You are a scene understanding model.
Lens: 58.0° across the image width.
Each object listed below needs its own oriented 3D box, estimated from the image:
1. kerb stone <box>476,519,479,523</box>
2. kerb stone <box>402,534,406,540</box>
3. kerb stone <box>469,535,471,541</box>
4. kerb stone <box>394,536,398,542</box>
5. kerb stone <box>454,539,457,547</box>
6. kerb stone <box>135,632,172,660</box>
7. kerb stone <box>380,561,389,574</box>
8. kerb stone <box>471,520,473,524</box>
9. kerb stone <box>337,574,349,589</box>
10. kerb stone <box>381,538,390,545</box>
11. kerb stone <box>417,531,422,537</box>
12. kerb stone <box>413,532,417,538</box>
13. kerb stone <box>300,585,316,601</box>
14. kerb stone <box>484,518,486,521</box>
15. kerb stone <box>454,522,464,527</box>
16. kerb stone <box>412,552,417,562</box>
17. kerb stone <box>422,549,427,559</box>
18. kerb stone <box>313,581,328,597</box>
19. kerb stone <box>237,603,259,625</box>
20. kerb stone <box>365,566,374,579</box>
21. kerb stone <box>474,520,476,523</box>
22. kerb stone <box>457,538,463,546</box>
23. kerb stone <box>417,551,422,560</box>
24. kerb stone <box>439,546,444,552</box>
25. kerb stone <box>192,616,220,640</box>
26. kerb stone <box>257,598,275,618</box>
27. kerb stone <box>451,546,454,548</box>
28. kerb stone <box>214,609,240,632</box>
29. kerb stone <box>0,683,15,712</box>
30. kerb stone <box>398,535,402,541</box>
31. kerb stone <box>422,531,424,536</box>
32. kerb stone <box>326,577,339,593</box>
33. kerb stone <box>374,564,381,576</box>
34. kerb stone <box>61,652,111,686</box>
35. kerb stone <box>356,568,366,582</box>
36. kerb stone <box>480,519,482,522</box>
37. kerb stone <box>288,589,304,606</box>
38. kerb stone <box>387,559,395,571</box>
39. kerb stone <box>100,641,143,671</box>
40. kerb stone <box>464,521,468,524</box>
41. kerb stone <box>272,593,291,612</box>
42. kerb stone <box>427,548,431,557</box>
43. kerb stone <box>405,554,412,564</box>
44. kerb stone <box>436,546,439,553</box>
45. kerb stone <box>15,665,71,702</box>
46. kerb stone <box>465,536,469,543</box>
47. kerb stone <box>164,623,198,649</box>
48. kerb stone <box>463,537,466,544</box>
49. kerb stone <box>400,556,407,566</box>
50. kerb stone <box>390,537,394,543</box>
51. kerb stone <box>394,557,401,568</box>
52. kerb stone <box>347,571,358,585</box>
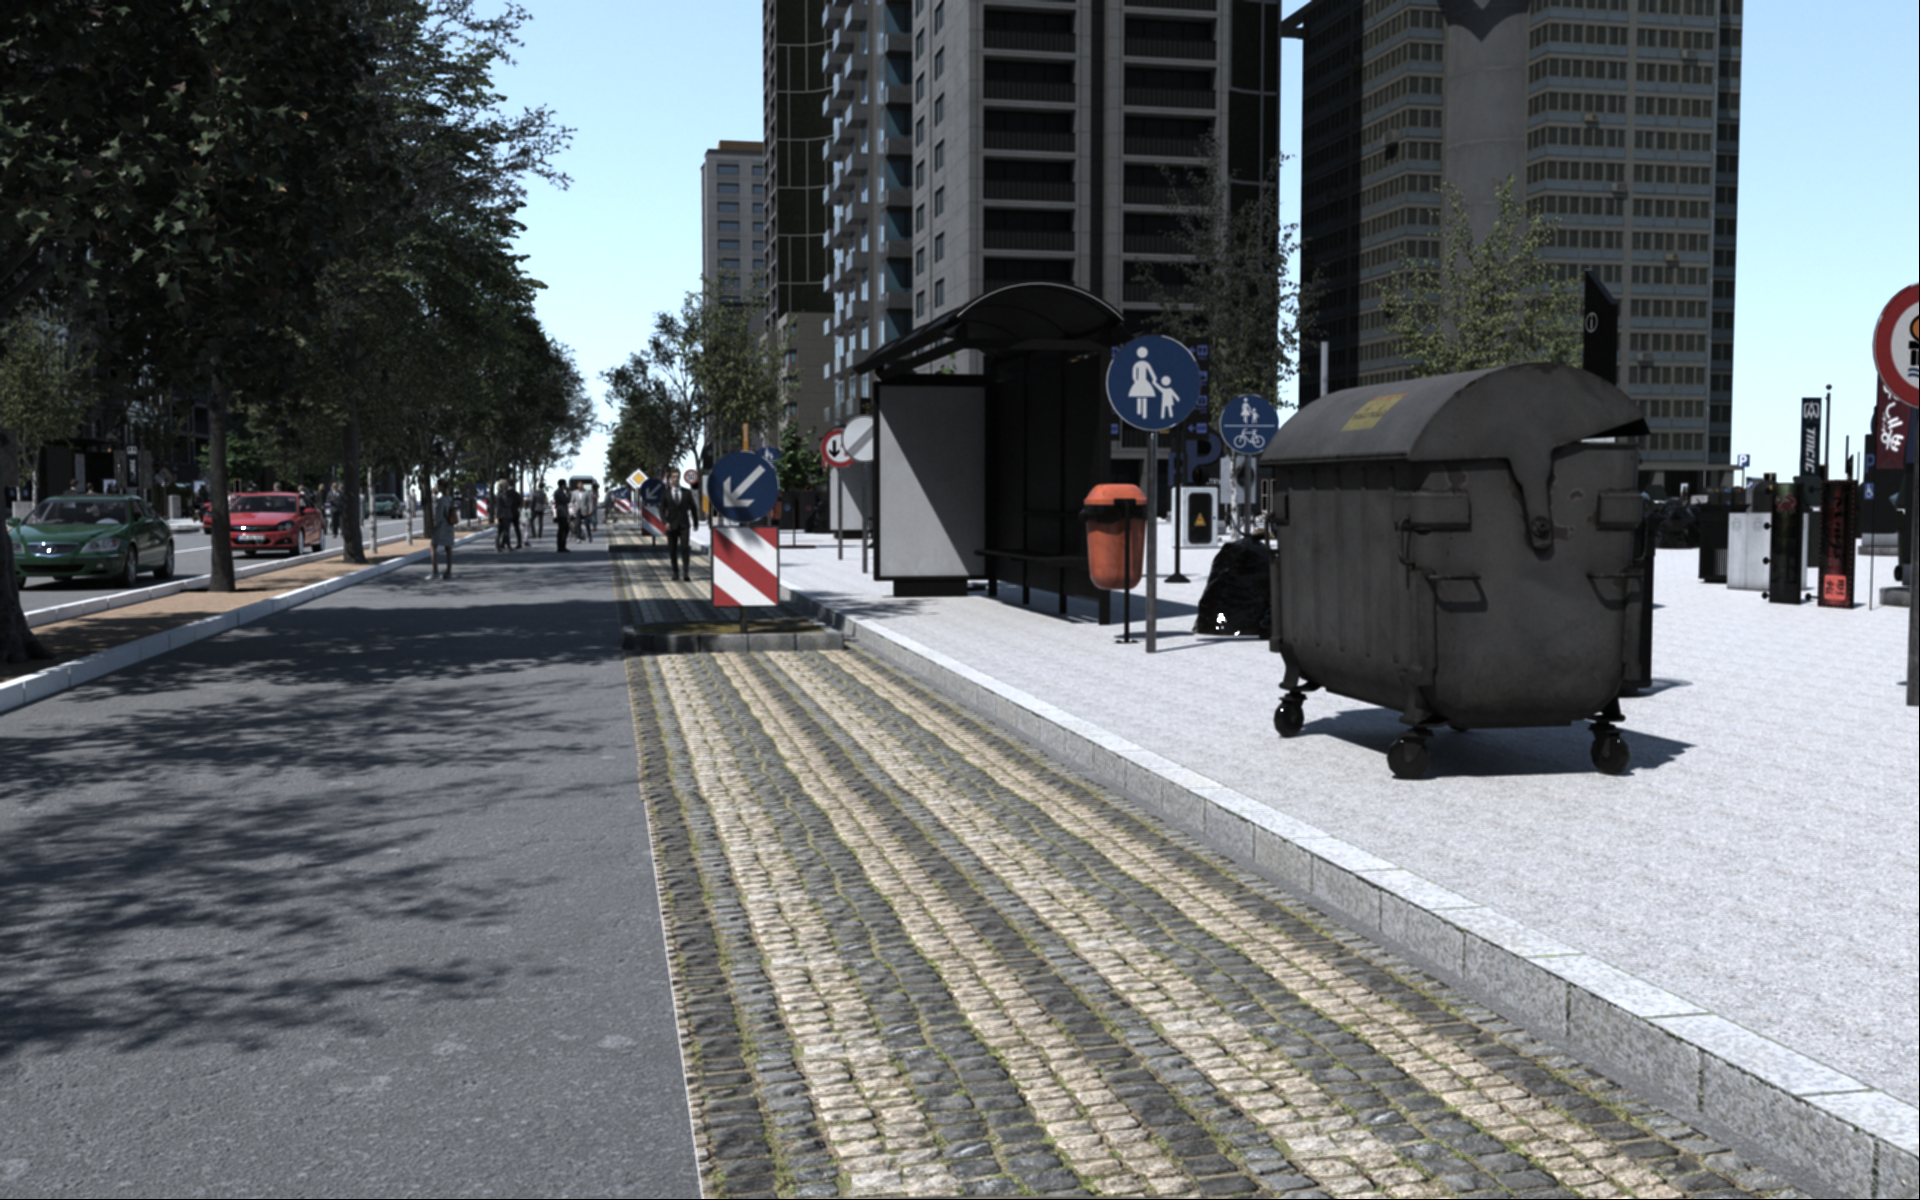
[{"bbox_3d":[-23.758,-3.825,84.735,0.120,0.150,1.000,-1,4,-12],"label":"kerb stone"},{"bbox_3d":[-17.172,-1.883,53.047,0.120,0.150,1.000,-1,4,-12],"label":"kerb stone"},{"bbox_3d":[-14.699,-1.781,51.462,0.120,0.150,1.000,-1,4,-12],"label":"kerb stone"},{"bbox_3d":[-16.753,-1.763,51.042,0.120,0.150,1.000,-1,4,-12],"label":"kerb stone"},{"bbox_3d":[-13.653,-1.483,46.447,0.120,0.150,1.000,-1,4,-12],"label":"kerb stone"},{"bbox_3d":[-7.203,0.418,15.362,0.120,0.150,1.000,-1,4,-12],"label":"kerb stone"},{"bbox_3d":[-10.531,-0.564,31.415,0.120,0.150,1.000,-1,4,-12],"label":"kerb stone"},{"bbox_3d":[-22.921,-3.579,80.712,0.120,0.150,1.000,-1,4,-12],"label":"kerb stone"},{"bbox_3d":[-9.493,-0.257,26.403,0.120,0.150,1.000,-1,4,-12],"label":"kerb stone"},{"bbox_3d":[-16.337,-1.636,49.037,0.120,0.150,1.000,-1,4,-12],"label":"kerb stone"},{"bbox_3d":[-18.217,-2.193,58.058,0.120,0.150,1.000,-1,4,-12],"label":"kerb stone"},{"bbox_3d":[-17.787,-2.071,56.051,0.120,0.150,1.000,-1,4,-12],"label":"kerb stone"},{"bbox_3d":[-8.875,-0.071,23.384,0.120,0.150,1.000,-1,4,-12],"label":"kerb stone"},{"bbox_3d":[-24.804,-4.127,89.760,0.120,0.150,1.000,-1,4,-12],"label":"kerb stone"},{"bbox_3d":[-21.877,-3.271,75.674,0.120,0.150,1.000,-1,4,-12],"label":"kerb stone"},{"bbox_3d":[-11.579,-0.870,36.421,0.120,0.150,1.000,-1,4,-12],"label":"kerb stone"},{"bbox_3d":[-11.996,-0.993,38.425,0.120,0.150,1.000,-1,4,-12],"label":"kerb stone"},{"bbox_3d":[-9.077,-0.134,24.389,0.120,0.150,1.000,-1,4,-12],"label":"kerb stone"},{"bbox_3d":[-8.028,0.173,19.373,0.120,0.150,1.000,-1,4,-12],"label":"kerb stone"},{"bbox_3d":[-10.117,-0.441,29.410,0.120,0.150,1.000,-1,4,-12],"label":"kerb stone"},{"bbox_3d":[-23.346,-3.700,82.722,0.120,0.150,1.000,-1,4,-12],"label":"kerb stone"},{"bbox_3d":[-14.075,-1.604,48.456,0.120,0.150,1.000,-1,4,-12],"label":"kerb stone"},{"bbox_3d":[-11.784,-0.931,37.422,0.120,0.150,1.000,-1,4,-12],"label":"kerb stone"},{"bbox_3d":[-12.825,-1.238,42.437,0.120,0.150,1.000,-1,4,-12],"label":"kerb stone"},{"bbox_3d":[-7.617,0.295,17.366,0.120,0.150,1.000,-1,4,-12],"label":"kerb stone"},{"bbox_3d":[-8.244,0.115,20.380,0.120,0.150,1.000,-1,4,-12],"label":"kerb stone"},{"bbox_3d":[-13.449,-1.419,45.446,0.120,0.150,1.000,-1,4,-12],"label":"kerb stone"},{"bbox_3d":[-7.828,0.234,18.366,0.120,0.150,1.000,-1,4,-12],"label":"kerb stone"},{"bbox_3d":[-6.368,0.666,11.356,0.120,0.150,1.000,-1,4,-12],"label":"kerb stone"},{"bbox_3d":[-16.967,-1.825,52.042,0.120,0.150,1.000,-1,4,-12],"label":"kerb stone"},{"bbox_3d":[-18.430,-2.250,59.058,0.120,0.150,1.000,-1,4,-12],"label":"kerb stone"},{"bbox_3d":[-9.280,-0.196,25.399,0.120,0.150,1.000,-1,4,-12],"label":"kerb stone"},{"bbox_3d":[-10.329,-0.502,30.410,0.120,0.150,1.000,-1,4,-12],"label":"kerb stone"},{"bbox_3d":[-6.778,0.542,13.362,0.120,0.150,1.000,-1,4,-12],"label":"kerb stone"},{"bbox_3d":[-9.911,-0.380,28.409,0.120,0.150,1.000,-1,4,-12],"label":"kerb stone"},{"bbox_3d":[-24.178,-3.948,86.746,0.120,0.150,1.000,-1,4,-12],"label":"kerb stone"},{"bbox_3d":[-8.655,-0.011,22.383,0.120,0.150,1.000,-1,4,-12],"label":"kerb stone"},{"bbox_3d":[-10.740,-0.625,32.416,0.120,0.150,1.000,-1,4,-12],"label":"kerb stone"},{"bbox_3d":[-6.993,0.479,14.362,0.120,0.150,1.000,-1,4,-12],"label":"kerb stone"},{"bbox_3d":[-22.292,-3.394,77.690,0.120,0.150,1.000,-1,4,-12],"label":"kerb stone"},{"bbox_3d":[-8.448,0.050,21.382,0.120,0.150,1.000,-1,4,-12],"label":"kerb stone"},{"bbox_3d":[-12.198,-1.051,39.430,0.120,0.150,1.000,-1,4,-12],"label":"kerb stone"},{"bbox_3d":[-11.368,-0.807,35.419,0.120,0.150,1.000,-1,4,-12],"label":"kerb stone"},{"bbox_3d":[-12.624,-1.177,41.435,0.120,0.150,1.000,-1,4,-12],"label":"kerb stone"},{"bbox_3d":[-6.574,0.603,12.357,0.120,0.150,1.000,-1,4,-12],"label":"kerb stone"},{"bbox_3d":[-14.491,-1.728,50.460,0.120,0.150,1.000,-1,4,-12],"label":"kerb stone"},{"bbox_3d":[-7.409,0.357,16.365,0.120,0.150,1.000,-1,4,-12],"label":"kerb stone"},{"bbox_3d":[-14.287,-1.667,49.458,0.120,0.150,1.000,-1,4,-12],"label":"kerb stone"},{"bbox_3d":[-11.162,-0.745,34.418,0.120,0.150,1.000,-1,4,-12],"label":"kerb stone"},{"bbox_3d":[-16.545,-1.703,50.041,0.120,0.150,1.000,-1,4,-12],"label":"kerb stone"},{"bbox_3d":[-10.952,-0.686,33.417,0.120,0.150,1.000,-1,4,-12],"label":"kerb stone"},{"bbox_3d":[-9.699,-0.317,27.409,0.120,0.150,1.000,-1,4,-12],"label":"kerb stone"}]
